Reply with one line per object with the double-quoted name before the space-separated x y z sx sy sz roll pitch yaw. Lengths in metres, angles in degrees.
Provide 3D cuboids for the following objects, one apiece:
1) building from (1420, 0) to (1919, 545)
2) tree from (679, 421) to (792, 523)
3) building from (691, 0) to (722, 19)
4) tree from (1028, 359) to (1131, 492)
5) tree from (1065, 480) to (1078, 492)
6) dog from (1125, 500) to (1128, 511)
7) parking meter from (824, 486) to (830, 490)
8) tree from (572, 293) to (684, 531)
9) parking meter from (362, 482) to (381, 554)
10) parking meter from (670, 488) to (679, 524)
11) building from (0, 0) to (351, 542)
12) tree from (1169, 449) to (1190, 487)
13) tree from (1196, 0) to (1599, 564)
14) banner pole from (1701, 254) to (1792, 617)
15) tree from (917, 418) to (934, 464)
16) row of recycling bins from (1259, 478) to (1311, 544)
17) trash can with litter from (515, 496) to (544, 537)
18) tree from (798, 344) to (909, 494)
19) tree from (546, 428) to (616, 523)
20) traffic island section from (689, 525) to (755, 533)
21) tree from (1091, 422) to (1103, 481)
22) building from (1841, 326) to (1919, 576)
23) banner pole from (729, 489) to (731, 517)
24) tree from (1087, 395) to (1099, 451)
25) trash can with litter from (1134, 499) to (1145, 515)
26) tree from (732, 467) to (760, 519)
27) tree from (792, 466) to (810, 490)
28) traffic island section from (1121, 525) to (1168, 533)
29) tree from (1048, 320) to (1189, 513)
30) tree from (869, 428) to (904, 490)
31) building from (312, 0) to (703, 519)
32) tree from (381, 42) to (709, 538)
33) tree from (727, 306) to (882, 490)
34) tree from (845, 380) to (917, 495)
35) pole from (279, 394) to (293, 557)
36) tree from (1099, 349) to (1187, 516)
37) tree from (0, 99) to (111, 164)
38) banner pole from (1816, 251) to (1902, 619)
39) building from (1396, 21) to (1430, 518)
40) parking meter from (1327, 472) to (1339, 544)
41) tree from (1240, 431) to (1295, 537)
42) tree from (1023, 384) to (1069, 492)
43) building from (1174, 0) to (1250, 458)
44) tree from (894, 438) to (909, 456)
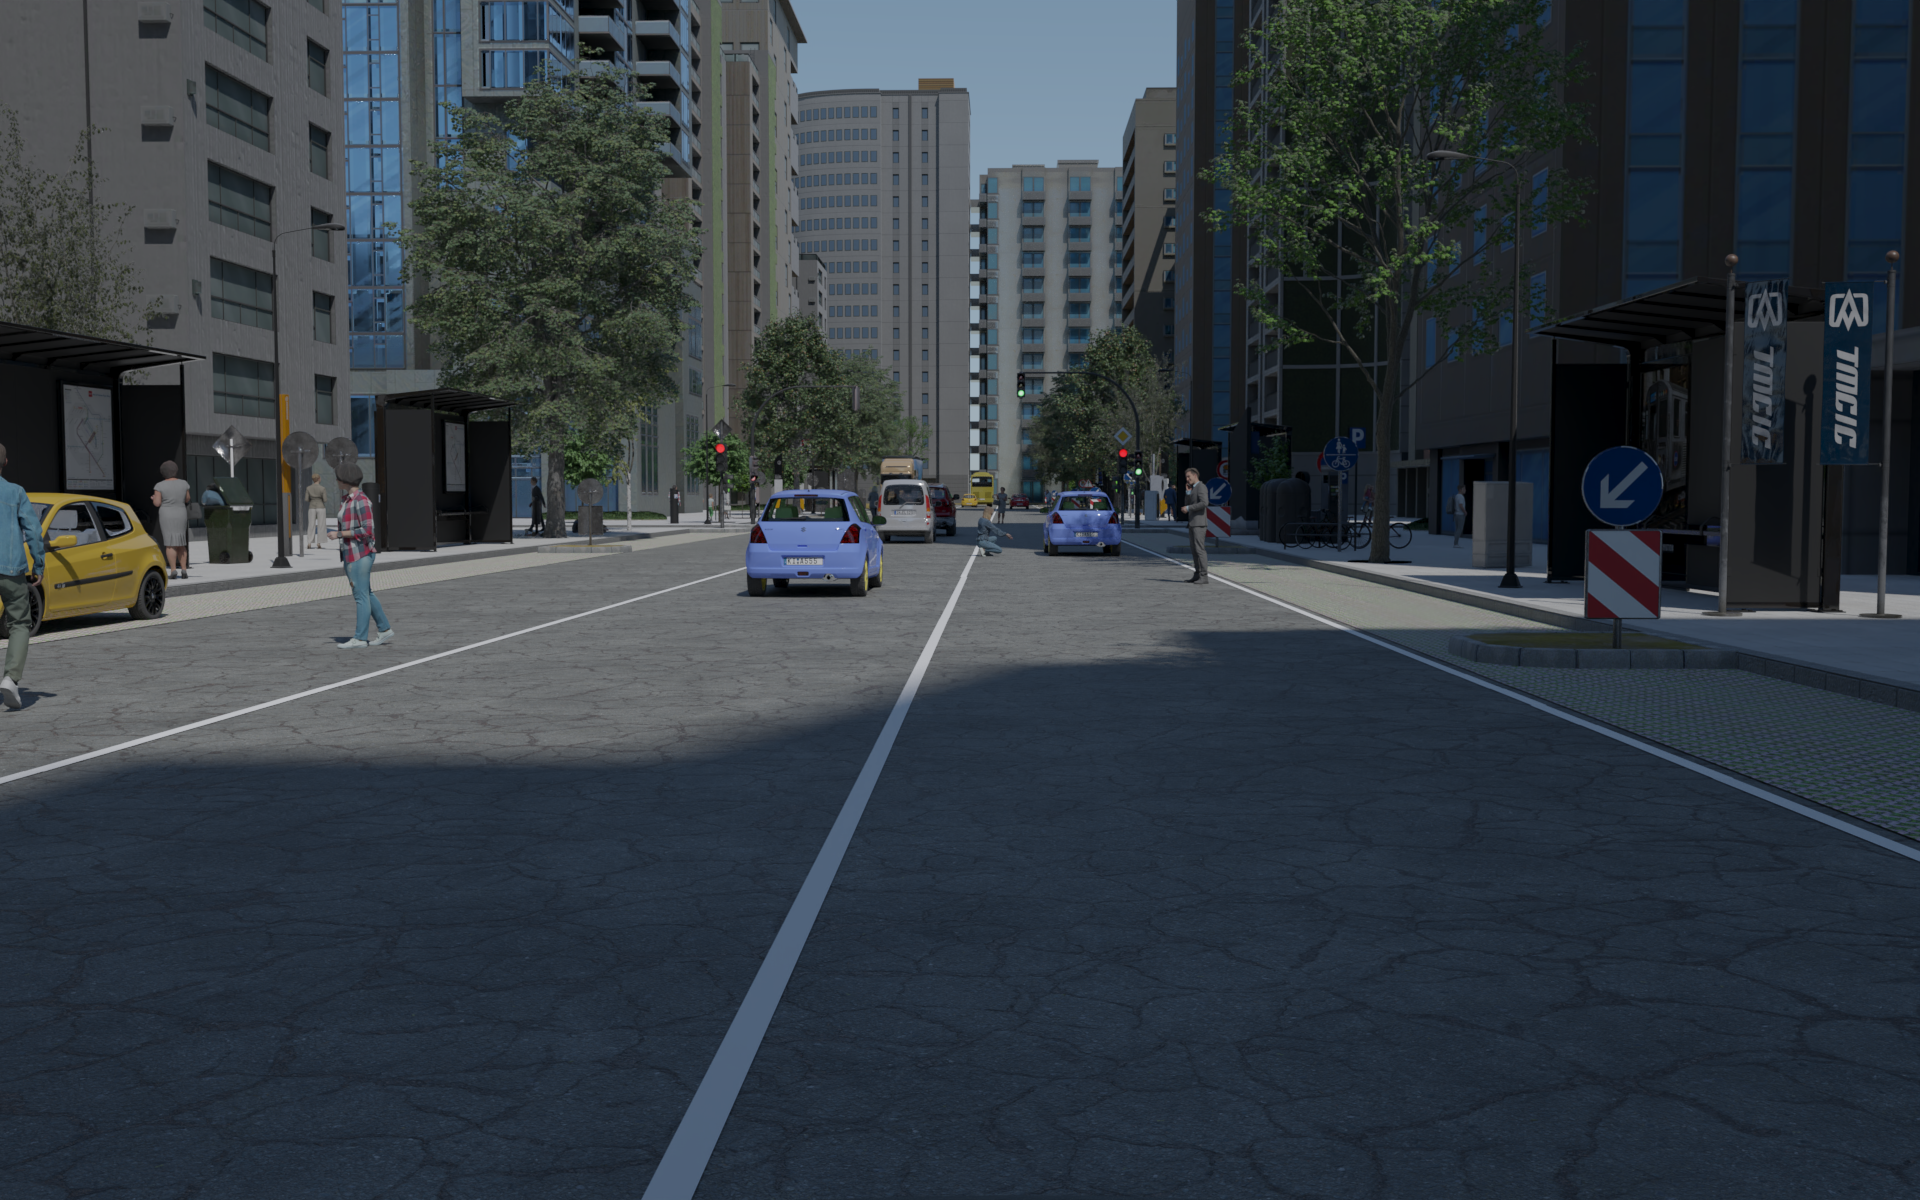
"building" 21.347 -24.281 47.108 14.600 45.320 14.200 0 4 1
"tree" -10.716 -5.738 77.532 4.285 4.588 4.351 0 3 0
"building" -26.566 -27.630 135.351 14.154 41.232 14.086 0 4 1
"tree" 11.867 -15.480 159.747 9.857 13.997 8.962 0 3 0
"tree" 12.849 -12.567 200.076 1.663 3.219 1.824 0 3 0
"dog" 12.733 -7.095 130.377 0.800 0.831 0.513 -1 4 -21
"parking meter" -9.097 -6.910 118.686 0.255 1.863 0.399 1 4 22
"tree" -11.878 -6.746 60.660 4.737 8.622 4.395 0 3 0
"parking meter" -12.666 -1.765 37.266 0.372 1.533 0.369 0 3 0
"parking meter" -12.348 -4.064 74.865 0.372 1.533 0.369 0 3 0
"building" -26.493 -17.072 50.836 14.107 30.474 14.160 0 4 1
"tree" 16.397 -8.640 124.972 4.285 4.588 4.351 0 3 0
"tree" 7.925 -6.485 31.783 9.928 11.665 9.643 0 3 0
"banner pole" 8.182 -1.711 17.994 0.401 3.779 0.863 -2 4 -34
"tree" -7.513 -18.006 220.160 9.928 11.665 9.643 0 3 0
"row of recycling bins" 8.630 -2.395 46.269 1.069 1.692 3.534 0 4 1
"trash can with litter" -13.010 -2.545 52.672 1.678 1.210 2.233 -1 4 -11
"tree" -9.127 -14.697 146.944 9.857 13.997 8.962 0 3 0
"tree" -16.778 -5.697 76.854 4.285 4.588 4.351 0 3 0
"traffic island section" -8.922 -2.605 64.870 2.009 0.180 2.903 0 4 1
"tree" 11.154 -11.220 133.801 4.737 8.622 4.395 0 3 0
"building" 23.970 -35.313 15.619 20.563 71.187 20.611 0 4 1
"banner pole" -12.406 -6.411 94.830 0.863 3.779 0.401 2 4 24
"tree" 9.733 -9.203 100.824 4.360 8.622 3.978 0 3 0
"trash can with litter" 11.017 -5.674 104.156 1.055 1.170 0.624 -1 4 -10
"tree" -11.449 -5.875 90.663 1.663 3.219 1.824 0 3 0
"tree" -12.003 -8.290 119.249 4.285 4.588 4.351 0 3 0
"traffic island section" 6.614 -2.581 64.473 2.009 0.180 2.903 0 4 1
"tree" 10.548 -12.100 114.841 9.611 12.733 9.660 0 3 0
"tree" -7.970 -14.163 181.922 4.737 8.622 4.395 0 3 0
"building" -27.472 -48.335 102.951 22.319 86.520 31.000 0 4 1
"tree" -11.900 -8.794 50.433 9.857 13.997 8.962 0 3 0
"tree" -9.992 -11.564 106.076 9.611 12.733 9.660 0 3 0
"tree" -9.646 -14.242 158.615 9.928 11.665 9.643 0 3 0
"pole" -13.827 -2.547 35.494 0.158 3.312 0.155 0 3 0
"tree" 9.774 -8.442 88.384 4.360 8.622 3.978 0 3 0
"tree" -17.042 -4.990 31.949 4.360 8.622 3.978 0 3 0
"banner pole" 9.360 -1.710 17.972 0.863 3.779 0.401 1 4 13
"building" 37.473 -26.679 90.828 28.867 44.769 22.147 0 4 1
"parking meter" 9.642 -2.385 44.706 0.255 1.863 0.399 0 4 5
"tree" 9.473 -3.486 51.603 1.663 3.219 1.824 0 3 0
"tree" 11.709 -17.088 189.766 12.009 13.543 11.850 0 3 0
"building" 24.522 -29.723 136.082 14.600 45.320 14.200 0 4 1
"tree" -7.941 -15.809 208.838 4.360 8.622 3.978 0 3 0
